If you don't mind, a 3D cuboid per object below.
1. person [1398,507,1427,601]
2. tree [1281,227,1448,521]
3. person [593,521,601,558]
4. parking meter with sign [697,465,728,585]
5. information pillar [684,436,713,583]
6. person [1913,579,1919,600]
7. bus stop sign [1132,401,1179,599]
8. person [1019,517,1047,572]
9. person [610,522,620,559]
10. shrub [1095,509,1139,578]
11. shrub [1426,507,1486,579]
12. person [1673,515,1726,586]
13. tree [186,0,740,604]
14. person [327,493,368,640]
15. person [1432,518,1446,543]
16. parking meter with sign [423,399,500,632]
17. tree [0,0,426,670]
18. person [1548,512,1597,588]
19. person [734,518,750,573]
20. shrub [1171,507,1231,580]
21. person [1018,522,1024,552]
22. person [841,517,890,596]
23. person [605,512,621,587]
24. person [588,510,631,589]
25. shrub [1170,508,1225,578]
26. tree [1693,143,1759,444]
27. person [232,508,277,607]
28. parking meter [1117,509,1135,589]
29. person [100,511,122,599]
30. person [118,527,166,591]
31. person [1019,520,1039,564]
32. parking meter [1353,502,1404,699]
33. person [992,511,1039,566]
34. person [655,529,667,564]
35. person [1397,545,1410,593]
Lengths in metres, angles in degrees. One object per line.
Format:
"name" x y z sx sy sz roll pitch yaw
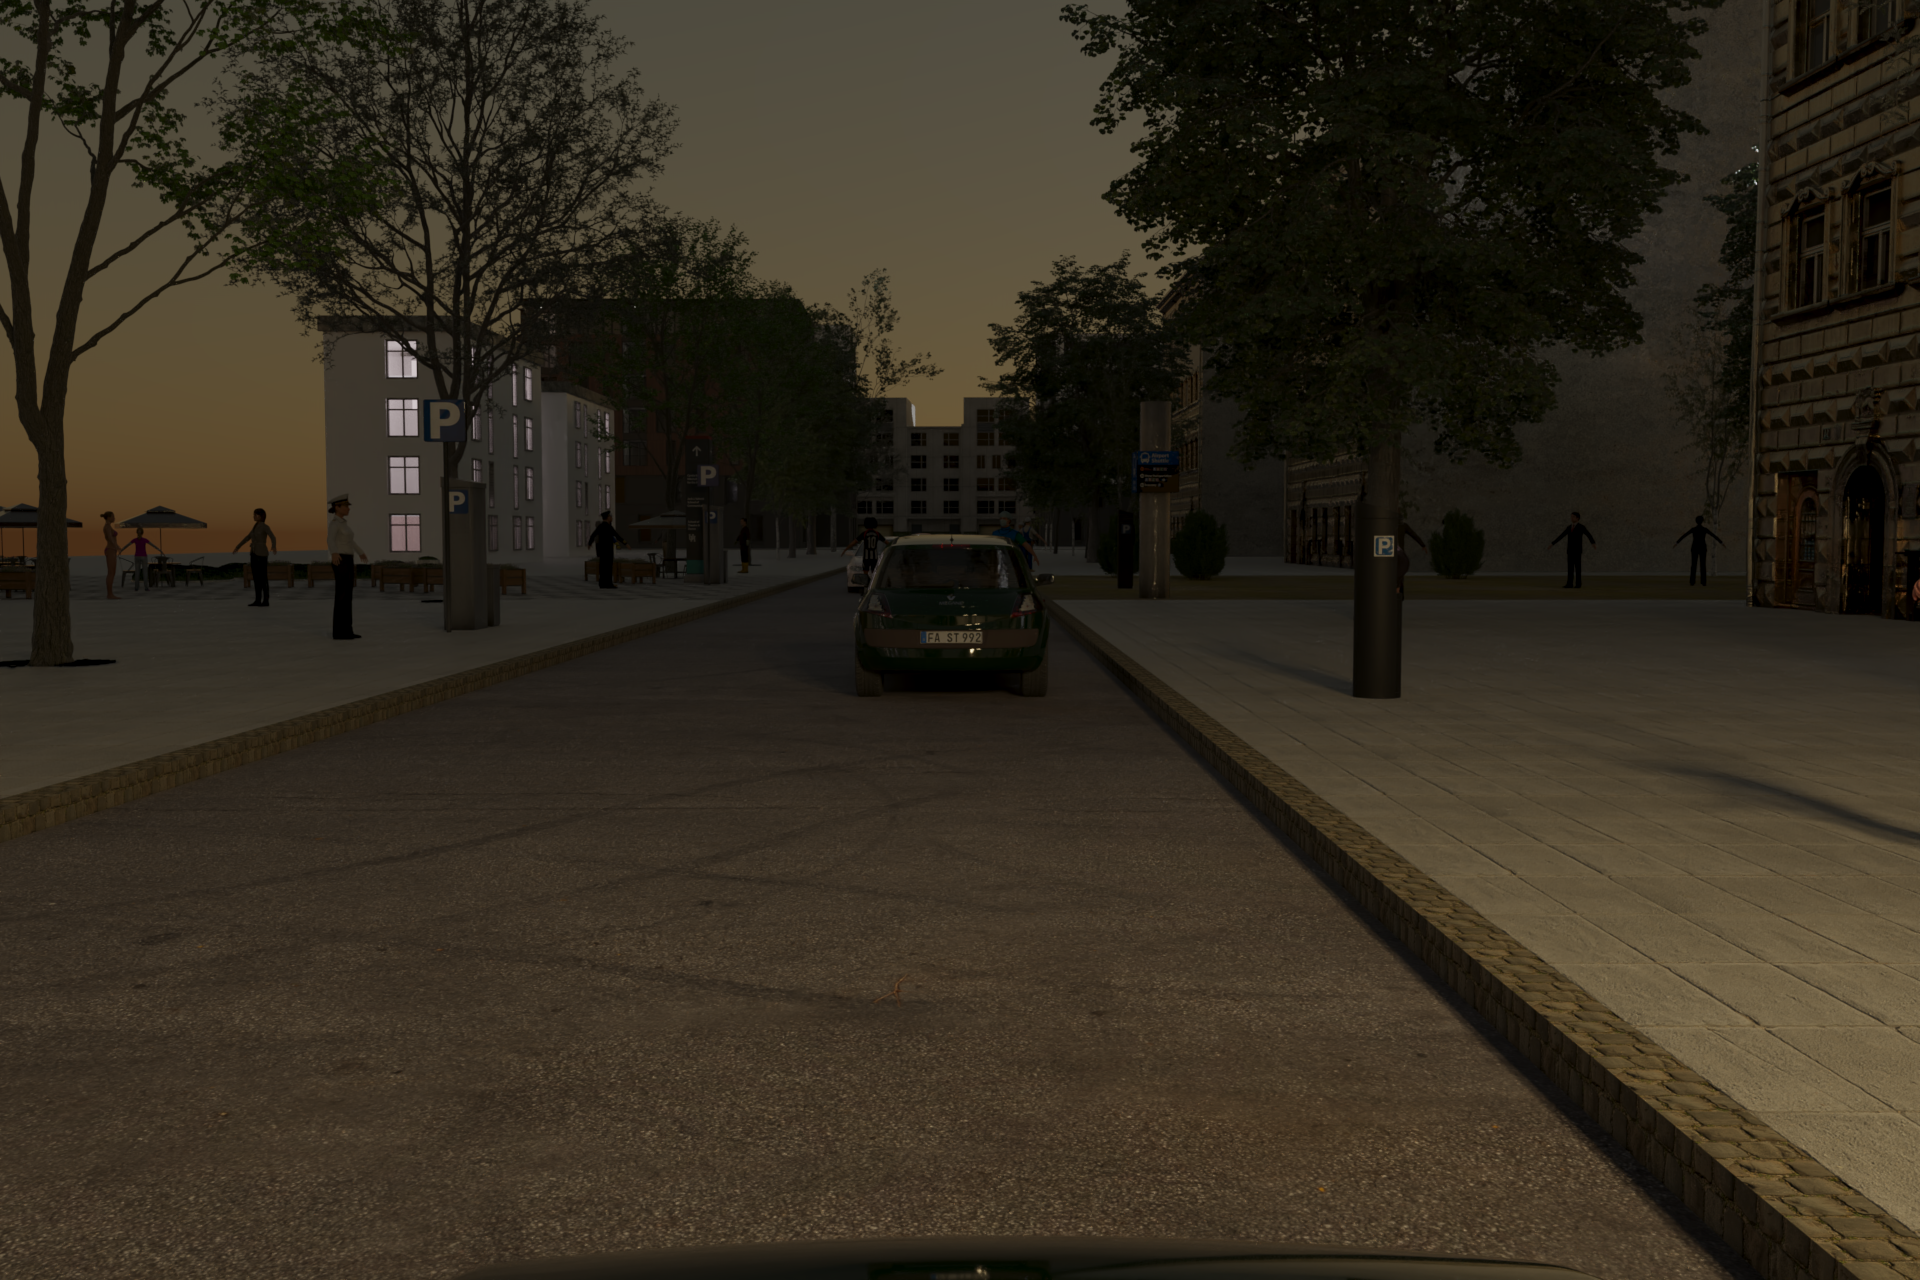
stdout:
"person" 8.287 -1.644 33.057 1.348 1.807 0.705 0 4 -4
"tree" 9.896 -5.483 40.001 4.360 8.622 3.978 0 3 0
"person" -14.510 -3.869 69.391 0.705 1.813 1.348 0 3 0
"parking meter with sign" -6.297 -2.944 44.392 0.543 3.016 1.738 0 4 2
"information pillar" -6.901 -3.454 45.856 0.750 3.857 0.750 0 4 -1
"person" 3.916 -0.010 6.652 0.568 1.767 0.683 -1 4 -8
"bus stop sign" 3.902 -2.790 34.636 0.837 3.901 0.837 0 4 -2
"person" 2.307 -3.231 58.681 1.347 1.847 0.705 2 4 28
"person" -14.878 -4.114 73.485 0.704 1.802 1.346 2 4 32
"shrub" 4.781 -2.857 51.126 1.690 2.028 1.600 0 3 0
"shrub" 14.144 -2.774 49.392 1.661 2.075 1.752 0 3 0
"person" 18.313 -2.213 42.900 1.216 1.740 0.721 2 4 29
"tree" -9.383 -7.442 32.047 12.009 13.543 11.850 0 3 0
"person" -7.458 -0.898 21.138 0.721 1.778 1.216 0 4 -3
"person" 16.003 -3.111 57.050 0.705 1.806 1.347 -2 4 -35
"parking meter with sign" -6.649 -1.655 23.324 0.543 3.016 1.738 0 4 1
"tree" -8.787 -5.546 16.440 9.928 11.665 9.643 0 3 0
"person" 14.541 -2.131 41.033 0.705 1.806 1.347 -2 4 -33
"person" -7.096 -3.094 56.725 0.704 1.812 1.346 -2 4 -26
"shrub" 6.697 -2.674 48.139 1.690 2.028 1.600 0 3 0
"person" 2.360 -3.861 69.596 0.721 1.772 1.216 0 4 -7
"person" -2.080 -1.923 40.035 1.345 1.843 0.704 -1 4 -17
"person" -8.531 -2.210 42.104 0.705 1.833 1.349 -2 4 -26
"person" -8.281 -2.123 40.641 1.347 1.837 0.705 2 4 33
"shrub" 6.914 -2.847 50.591 1.661 2.075 1.752 0 3 0
"tree" 22.204 -8.189 40.546 9.857 13.997 8.962 0 3 0
"person" -12.457 -1.460 30.637 1.215 1.744 0.721 2 4 34
"parking meter" 3.909 -2.142 40.735 0.399 1.863 0.255 0 4 0
"person" -16.753 -1.684 34.339 0.721 1.733 1.217 -2 4 -31
"person" -18.368 -1.810 38.863 0.991 1.433 0.599 -1 4 -16
"person" 2.685 -4.000 71.185 1.354 1.856 0.705 -3 5 -43
"parking meter" 3.284 -0.318 13.607 0.372 1.533 0.369 0 3 0
"person" 0.751 -1.267 29.302 1.347 1.817 0.704 2 4 26
"person" -11.888 -3.889 69.849 0.705 1.796 1.348 -3 4 -38
"person" 5.812 -0.884 23.732 0.697 1.427 0.421 0 4 -2
